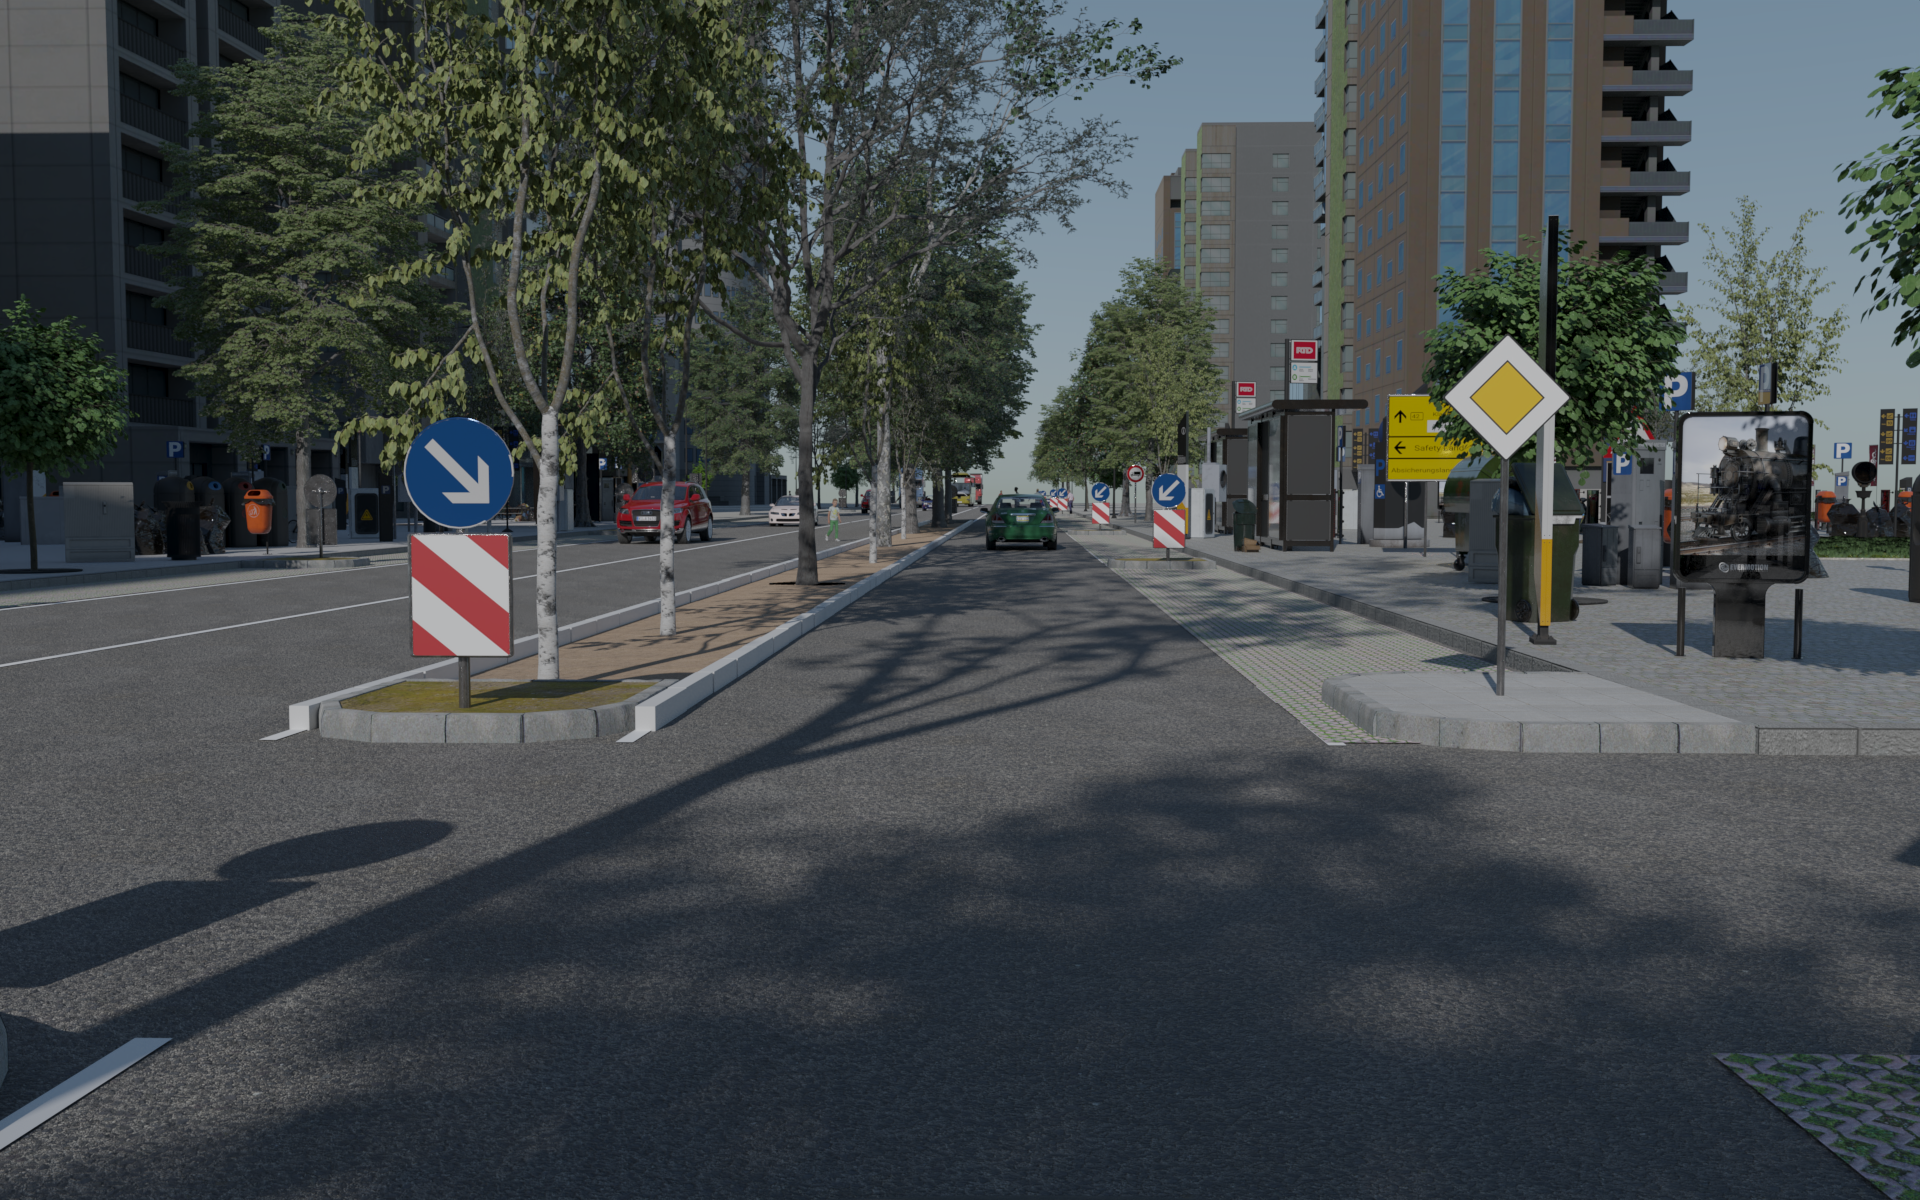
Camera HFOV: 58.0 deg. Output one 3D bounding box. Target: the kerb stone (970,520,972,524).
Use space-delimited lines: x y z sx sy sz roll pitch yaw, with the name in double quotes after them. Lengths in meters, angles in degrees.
0.358 -3.447 78.563 0.120 0.150 1.000 0 4 2 "kerb stone"

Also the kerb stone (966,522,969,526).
0.183 -3.135 73.448 0.120 0.150 1.000 0 4 2 "kerb stone"

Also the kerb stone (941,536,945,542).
-0.592 -1.693 49.884 0.120 0.150 1.000 0 4 2 "kerb stone"

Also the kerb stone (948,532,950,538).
-0.458 -1.943 53.980 0.120 0.150 1.000 0 4 2 "kerb stone"

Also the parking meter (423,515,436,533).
-16.527 -2.784 53.923 0.372 1.533 0.369 0 3 0 "parking meter"

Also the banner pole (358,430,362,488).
-23.691 -4.771 68.030 0.863 3.779 0.401 3 4 36 "banner pole"

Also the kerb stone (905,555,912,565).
-1.104 -0.752 34.497 0.120 0.150 1.000 0 4 2 "kerb stone"

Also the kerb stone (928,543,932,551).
-0.837 -1.255 42.707 0.120 0.150 1.000 0 4 2 "kerb stone"

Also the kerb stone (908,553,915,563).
-1.068 -0.815 35.529 0.120 0.150 1.000 0 4 2 "kerb stone"

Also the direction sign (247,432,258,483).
-24.294 -4.129 59.504 0.379 3.537 0.876 0 4 -2 "direction sign"

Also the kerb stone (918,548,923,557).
-0.977 -1.004 38.603 0.120 0.150 1.000 0 4 2 "kerb stone"

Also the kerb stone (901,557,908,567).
-1.138 -0.690 33.475 0.120 0.150 1.000 0 4 2 "kerb stone"

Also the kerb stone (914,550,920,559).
-1.008 -0.941 37.579 0.120 0.150 1.000 0 4 2 "kerb stone"

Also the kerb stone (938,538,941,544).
-0.663 -1.565 47.829 0.120 0.150 1.000 0 4 2 "kerb stone"

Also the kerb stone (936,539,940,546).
-0.703 -1.499 46.796 0.120 0.150 1.000 0 4 2 "kerb stone"

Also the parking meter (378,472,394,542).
-15.462 -2.507 46.693 0.399 1.863 0.255 -1 4 -21 "parking meter"

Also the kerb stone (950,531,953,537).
-0.397 -2.069 56.030 0.120 0.150 1.000 0 4 2 "kerb stone"

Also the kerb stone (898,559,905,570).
-1.167 -0.625 32.448 0.120 0.150 1.000 0 4 2 "kerb stone"

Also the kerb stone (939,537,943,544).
-0.631 -1.630 48.854 0.120 0.150 1.000 0 4 2 "kerb stone"

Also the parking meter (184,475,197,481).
-23.729 -2.915 53.365 0.399 1.863 0.255 1 4 22 "parking meter"

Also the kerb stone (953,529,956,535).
-0.298 -2.257 59.103 0.120 0.150 1.000 0 4 2 "kerb stone"

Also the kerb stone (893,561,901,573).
-1.207 -0.563 31.427 0.120 0.150 1.000 0 4 2 "kerb stone"

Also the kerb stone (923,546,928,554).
-0.907 -1.124 40.657 0.120 0.150 1.000 0 4 2 "kerb stone"

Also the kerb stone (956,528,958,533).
-0.225 -2.381 61.156 0.120 0.150 1.000 0 4 2 "kerb stone"

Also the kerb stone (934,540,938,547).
-0.735 -1.439 45.774 0.120 0.150 1.000 0 4 2 "kerb stone"

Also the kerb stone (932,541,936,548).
-0.770 -1.377 44.753 0.120 0.150 1.000 0 4 2 "kerb stone"

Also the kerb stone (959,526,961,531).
-0.126 -2.571 64.232 0.120 0.150 1.000 0 4 2 "kerb stone"

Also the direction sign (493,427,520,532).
-15.224 -4.047 58.162 0.876 3.537 0.379 0 4 2 "direction sign"

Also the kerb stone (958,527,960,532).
-0.159 -2.508 63.206 0.120 0.150 1.000 0 4 2 "kerb stone"

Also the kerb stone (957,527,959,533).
-0.185 -2.446 62.185 0.120 0.150 1.000 0 4 2 "kerb stone"

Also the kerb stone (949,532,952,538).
-0.427 -2.007 55.009 0.120 0.150 1.000 0 4 2 "kerb stone"

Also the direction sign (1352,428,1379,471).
13.977 -4.144 59.753 0.876 3.537 0.379 1 4 17 "direction sign"

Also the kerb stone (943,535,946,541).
-0.561 -1.754 50.914 0.120 0.150 1.000 0 4 2 "kerb stone"

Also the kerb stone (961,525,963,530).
-0.050 -2.697 66.289 0.120 0.150 1.000 0 4 2 "kerb stone"

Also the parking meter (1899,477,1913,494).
32.360 -3.278 59.301 0.399 1.863 0.255 -2 4 -27 "parking meter"

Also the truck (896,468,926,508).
-4.756 -11.817 182.973 2.967 4.110 18.799 0 4 1 "truck"

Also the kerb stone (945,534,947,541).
-0.533 -1.815 51.938 0.120 0.150 1.000 0 4 2 "kerb stone"

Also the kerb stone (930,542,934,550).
-0.808 -1.317 43.732 0.120 0.150 1.000 0 4 2 "kerb stone"

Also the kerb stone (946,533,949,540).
-0.490 -1.882 52.959 0.120 0.150 1.000 0 4 2 "kerb stone"

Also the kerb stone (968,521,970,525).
0.247 -3.260 75.498 0.120 0.150 1.000 0 4 2 "kerb stone"

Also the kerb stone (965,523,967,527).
0.110 -3.009 71.406 0.120 0.150 1.000 0 4 2 "kerb stone"

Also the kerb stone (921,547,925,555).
-0.937 -1.066 39.627 0.120 0.150 1.000 0 4 2 "kerb stone"

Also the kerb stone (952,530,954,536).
-0.356 -2.132 57.060 0.120 0.150 1.000 0 4 2 "kerb stone"

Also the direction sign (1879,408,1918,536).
24.834 -3.297 45.910 0.876 3.537 0.379 3 4 36 "direction sign"

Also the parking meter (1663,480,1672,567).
12.476 -1.362 30.673 0.372 1.533 0.369 0 3 0 "parking meter"

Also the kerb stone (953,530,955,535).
-0.326 -2.194 58.082 0.120 0.150 1.000 0 4 2 "kerb stone"

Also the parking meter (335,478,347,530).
-22.088 -3.433 61.833 0.399 1.863 0.255 -1 4 -17 "parking meter"

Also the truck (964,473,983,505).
1.811 -15.118 236.086 2.839 4.237 11.283 0 4 1 "truck"

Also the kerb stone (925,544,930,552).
-0.867 -1.192 41.686 0.120 0.150 1.000 0 4 2 "kerb stone"

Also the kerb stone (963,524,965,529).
0.016 -2.822 68.341 0.120 0.150 1.000 0 4 2 "kerb stone"

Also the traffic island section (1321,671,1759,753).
3.462 0.687 11.043 2.009 0.180 2.903 0 4 2 "traffic island section"

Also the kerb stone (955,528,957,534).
-0.255 -2.320 60.126 0.120 0.150 1.000 0 4 2 "kerb stone"

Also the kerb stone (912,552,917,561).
-1.043 -0.878 36.557 0.120 0.150 1.000 0 4 2 "kerb stone"
